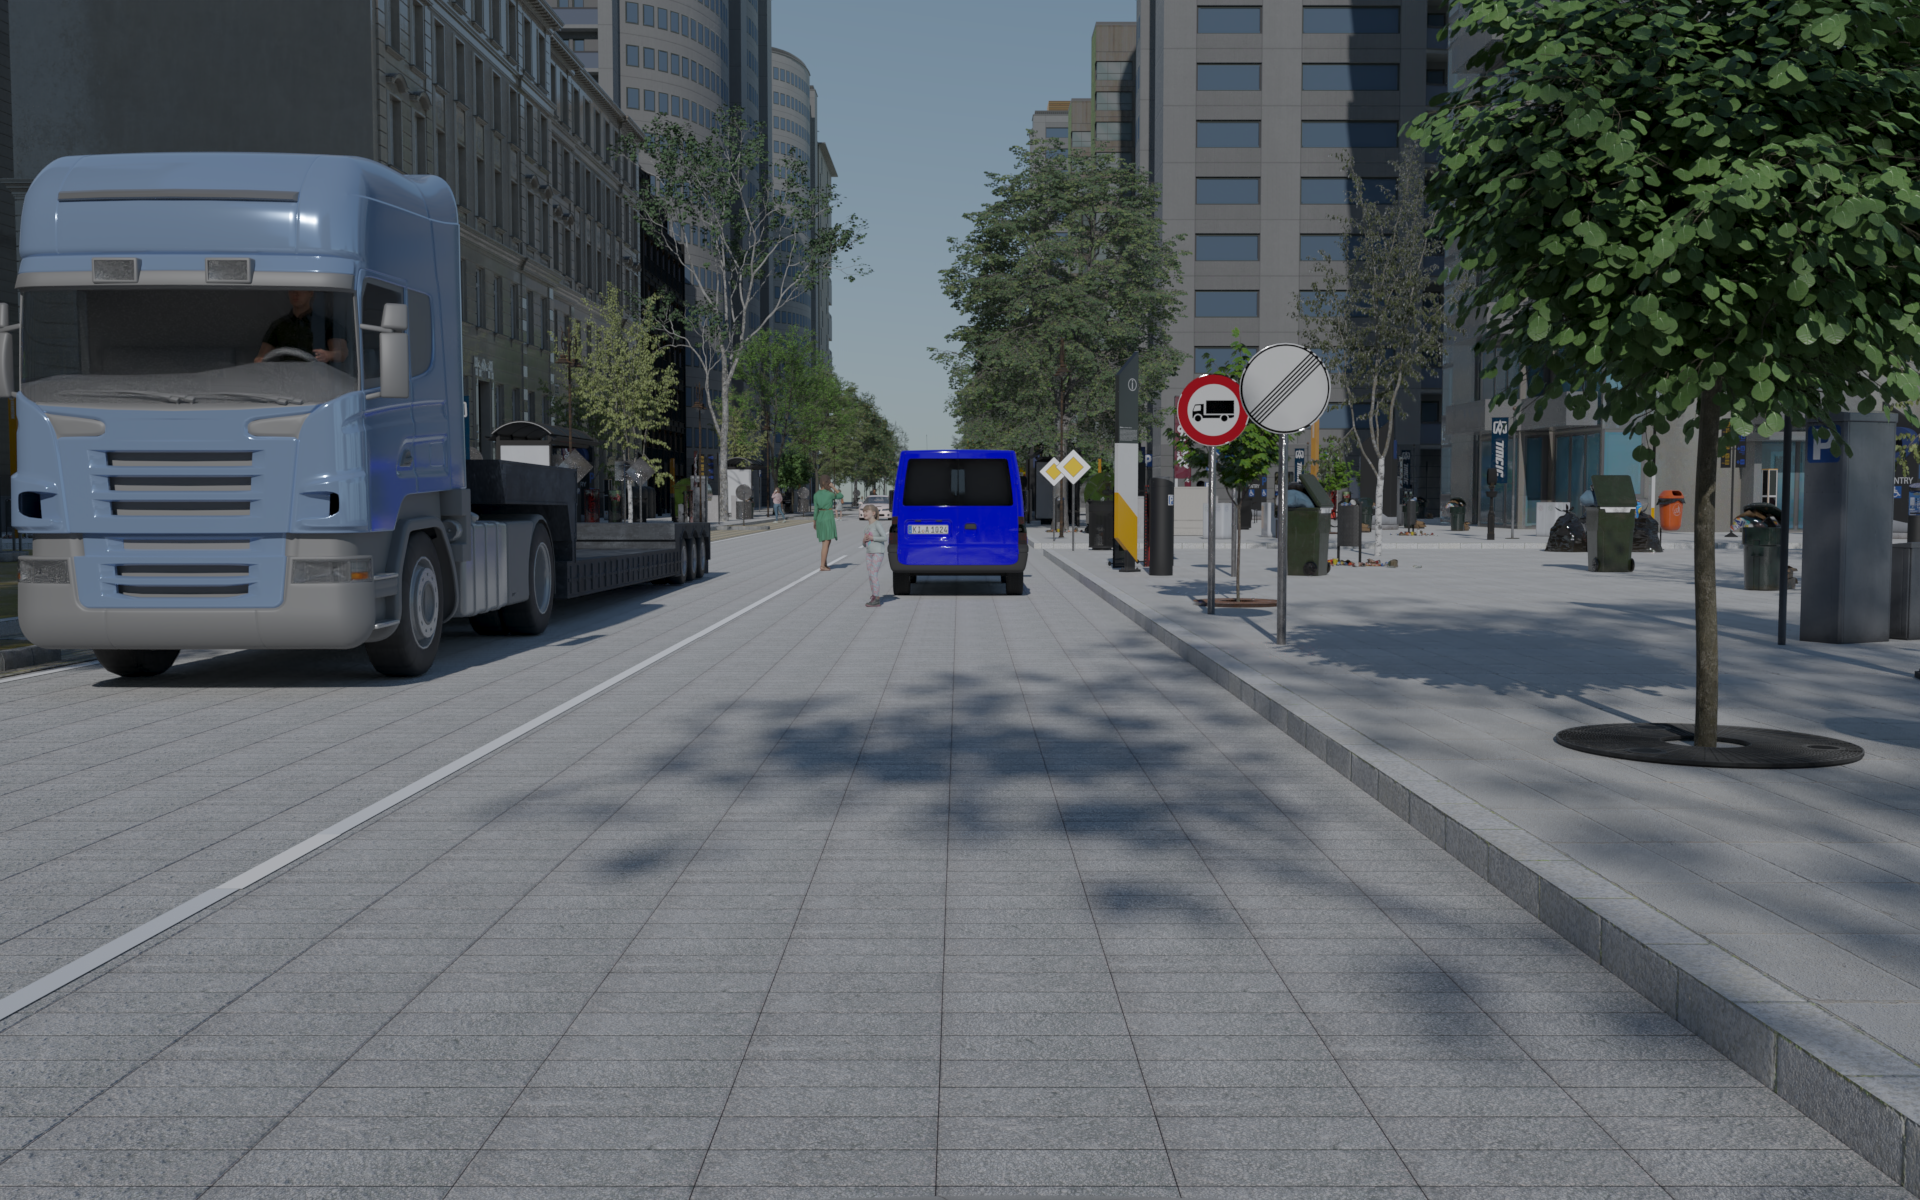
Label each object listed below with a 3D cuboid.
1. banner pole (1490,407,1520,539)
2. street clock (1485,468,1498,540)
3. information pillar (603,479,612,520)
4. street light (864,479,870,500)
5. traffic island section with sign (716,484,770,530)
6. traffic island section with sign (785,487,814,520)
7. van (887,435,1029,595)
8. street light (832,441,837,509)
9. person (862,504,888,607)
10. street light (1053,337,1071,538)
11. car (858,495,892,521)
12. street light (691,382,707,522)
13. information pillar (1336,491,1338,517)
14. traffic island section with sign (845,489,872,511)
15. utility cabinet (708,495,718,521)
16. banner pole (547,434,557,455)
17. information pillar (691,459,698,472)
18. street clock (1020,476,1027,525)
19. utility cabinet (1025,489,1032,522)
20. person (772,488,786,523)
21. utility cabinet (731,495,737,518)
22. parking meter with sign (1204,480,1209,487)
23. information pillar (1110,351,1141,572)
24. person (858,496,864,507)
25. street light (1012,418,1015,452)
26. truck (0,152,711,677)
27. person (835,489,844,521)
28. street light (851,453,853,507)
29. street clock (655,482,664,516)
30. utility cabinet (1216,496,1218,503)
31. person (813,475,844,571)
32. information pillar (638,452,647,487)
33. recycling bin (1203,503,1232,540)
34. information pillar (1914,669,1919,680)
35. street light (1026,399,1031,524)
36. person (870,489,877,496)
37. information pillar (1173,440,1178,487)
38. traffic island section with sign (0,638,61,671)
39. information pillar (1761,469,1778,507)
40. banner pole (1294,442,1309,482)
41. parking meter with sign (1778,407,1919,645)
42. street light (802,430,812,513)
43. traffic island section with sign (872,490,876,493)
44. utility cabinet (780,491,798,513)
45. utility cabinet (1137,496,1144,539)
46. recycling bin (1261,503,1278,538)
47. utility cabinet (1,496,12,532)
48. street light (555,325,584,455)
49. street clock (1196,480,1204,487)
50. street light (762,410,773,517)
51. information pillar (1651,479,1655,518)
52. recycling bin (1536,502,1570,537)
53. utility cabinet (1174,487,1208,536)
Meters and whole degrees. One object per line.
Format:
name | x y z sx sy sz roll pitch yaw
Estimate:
banner pole | 15.595 -3.641 49.545 0.863 3.779 0.401 1 4 22
street clock | 14.826 -2.676 48.317 0.358 2.002 0.471 1 4 10
information pillar | -17.187 -4.894 84.509 0.304 2.012 0.304 1 4 16
street light | -10.696 -13.548 194.297 0.468 5.910 1.993 0 3 0
traffic island section with sign | -8.679 -3.727 69.572 1.989 1.847 2.006 0 3 0
traffic island section with sign | -8.687 -5.376 96.527 1.989 1.847 2.006 0 3 0
van | -0.024 -1.332 26.169 2.240 2.365 5.245 0 3 0
street light | -10.697 -10.690 147.562 0.468 5.910 1.993 0 3 0
person | -1.112 -0.570 22.105 0.425 1.301 0.394 2 4 32
street light | 2.994 -4.783 50.997 0.468 5.910 1.993 0 3 0
car | -4.501 -5.072 95.286 2.083 1.381 4.827 0 4 2
street light | -10.717 -6.033 71.429 0.468 5.910 1.993 0 3 0
information pillar | 19.852 -5.356 92.067 0.304 2.012 0.304 -2 4 -32
traffic island section with sign | -8.685 -8.438 146.586 1.989 1.847 2.006 0 3 0
utility cabinet | -11.643 -4.363 82.489 1.020 1.237 0.306 -1 4 -17
banner pole | -15.099 -4.530 64.083 0.401 3.779 0.863 -3 5 -42
information pillar | -17.803 -7.650 116.435 0.504 3.616 0.183 1 4 21
street clock | 2.494 -3.945 69.066 0.358 2.002 0.471 -1 4 -20
utility cabinet | 2.942 -4.319 79.294 0.318 1.500 1.173 1 4 22
person | -9.008 -4.721 86.272 0.643 1.750 0.593 2 4 34
utility cabinet | -11.917 -4.916 91.536 0.306 1.237 1.020 0 4 -5
parking meter with sign | 12.577 -5.581 87.507 0.543 3.016 1.738 1 4 18
information pillar | 2.734 -2.262 28.346 0.504 3.616 0.183 -3 5 -42
person | -6.341 -5.990 110.708 0.425 1.301 0.394 -1 4 -10
street light | 3.077 -7.674 98.256 0.468 5.910 1.993 0 3 0
truck | -5.449 -1.882 20.523 2.967 4.110 18.799 0 4 0
person | -6.500 -5.126 93.321 0.522 1.701 0.512 1 4 11
street light | -10.662 -12.119 170.930 0.468 5.910 1.993 0 3 0
street clock | -17.328 -5.833 99.940 0.358 2.002 0.471 2 4 33
utility cabinet | 10.335 -3.760 72.629 1.020 1.237 0.306 -2 4 -27
person | -2.532 -1.450 32.449 0.600 1.795 0.529 2 4 23
information pillar | -17.651 -6.417 96.278 0.504 3.616 0.183 0 4 -2
recycling bin | 7.404 -2.249 49.320 0.722 1.027 0.722 3 5 45
information pillar | 6.749 -1.258 11.919 0.183 3.616 0.504 1 4 19
street light | 2.970 -6.245 74.888 0.468 5.910 1.993 0 3 0
person | -6.803 -7.902 137.712 1.348 1.821 0.705 -2 4 -33
information pillar | 6.997 -3.971 56.287 0.183 3.616 0.504 0 4 -2
traffic island section with sign | -8.685 -0.348 14.315 1.989 1.847 2.006 0 3 0
information pillar | 23.674 -2.825 50.686 0.304 2.012 0.304 -1 4 -13
banner pole | 16.459 -5.699 83.189 0.863 3.779 0.401 1 4 20
parking meter with sign | 7.731 -1.146 14.994 1.738 3.016 0.543 -2 4 -26
street light | -10.657 -8.945 119.046 0.468 5.910 1.993 0 3 0
traffic island section with sign | -8.687 -10.116 174.017 1.989 1.847 2.006 0 3 0
utility cabinet | -11.741 -6.736 118.806 1.173 1.500 0.318 -2 4 -30
utility cabinet | 5.204 -2.369 49.903 1.020 1.237 0.306 -2 4 -25
recycling bin | 9.380 -2.374 51.368 0.722 1.027 0.722 0 4 -7
utility cabinet | -32.263 -2.927 59.020 0.306 1.237 1.020 2 4 33
street light | -10.684 -4.569 47.491 0.468 5.910 1.993 0 3 0
street clock | 12.801 -5.355 92.126 0.471 2.002 0.358 0 4 5
street light | -10.616 -7.516 95.679 0.468 5.910 1.993 0 3 0
information pillar | 19.628 -3.526 48.997 0.183 3.616 0.504 1 4 23
recycling bin | 17.899 -2.430 52.288 0.722 1.027 0.722 -3 4 -37
utility cabinet | 7.019 -2.708 52.949 1.173 1.500 0.318 1 4 16
